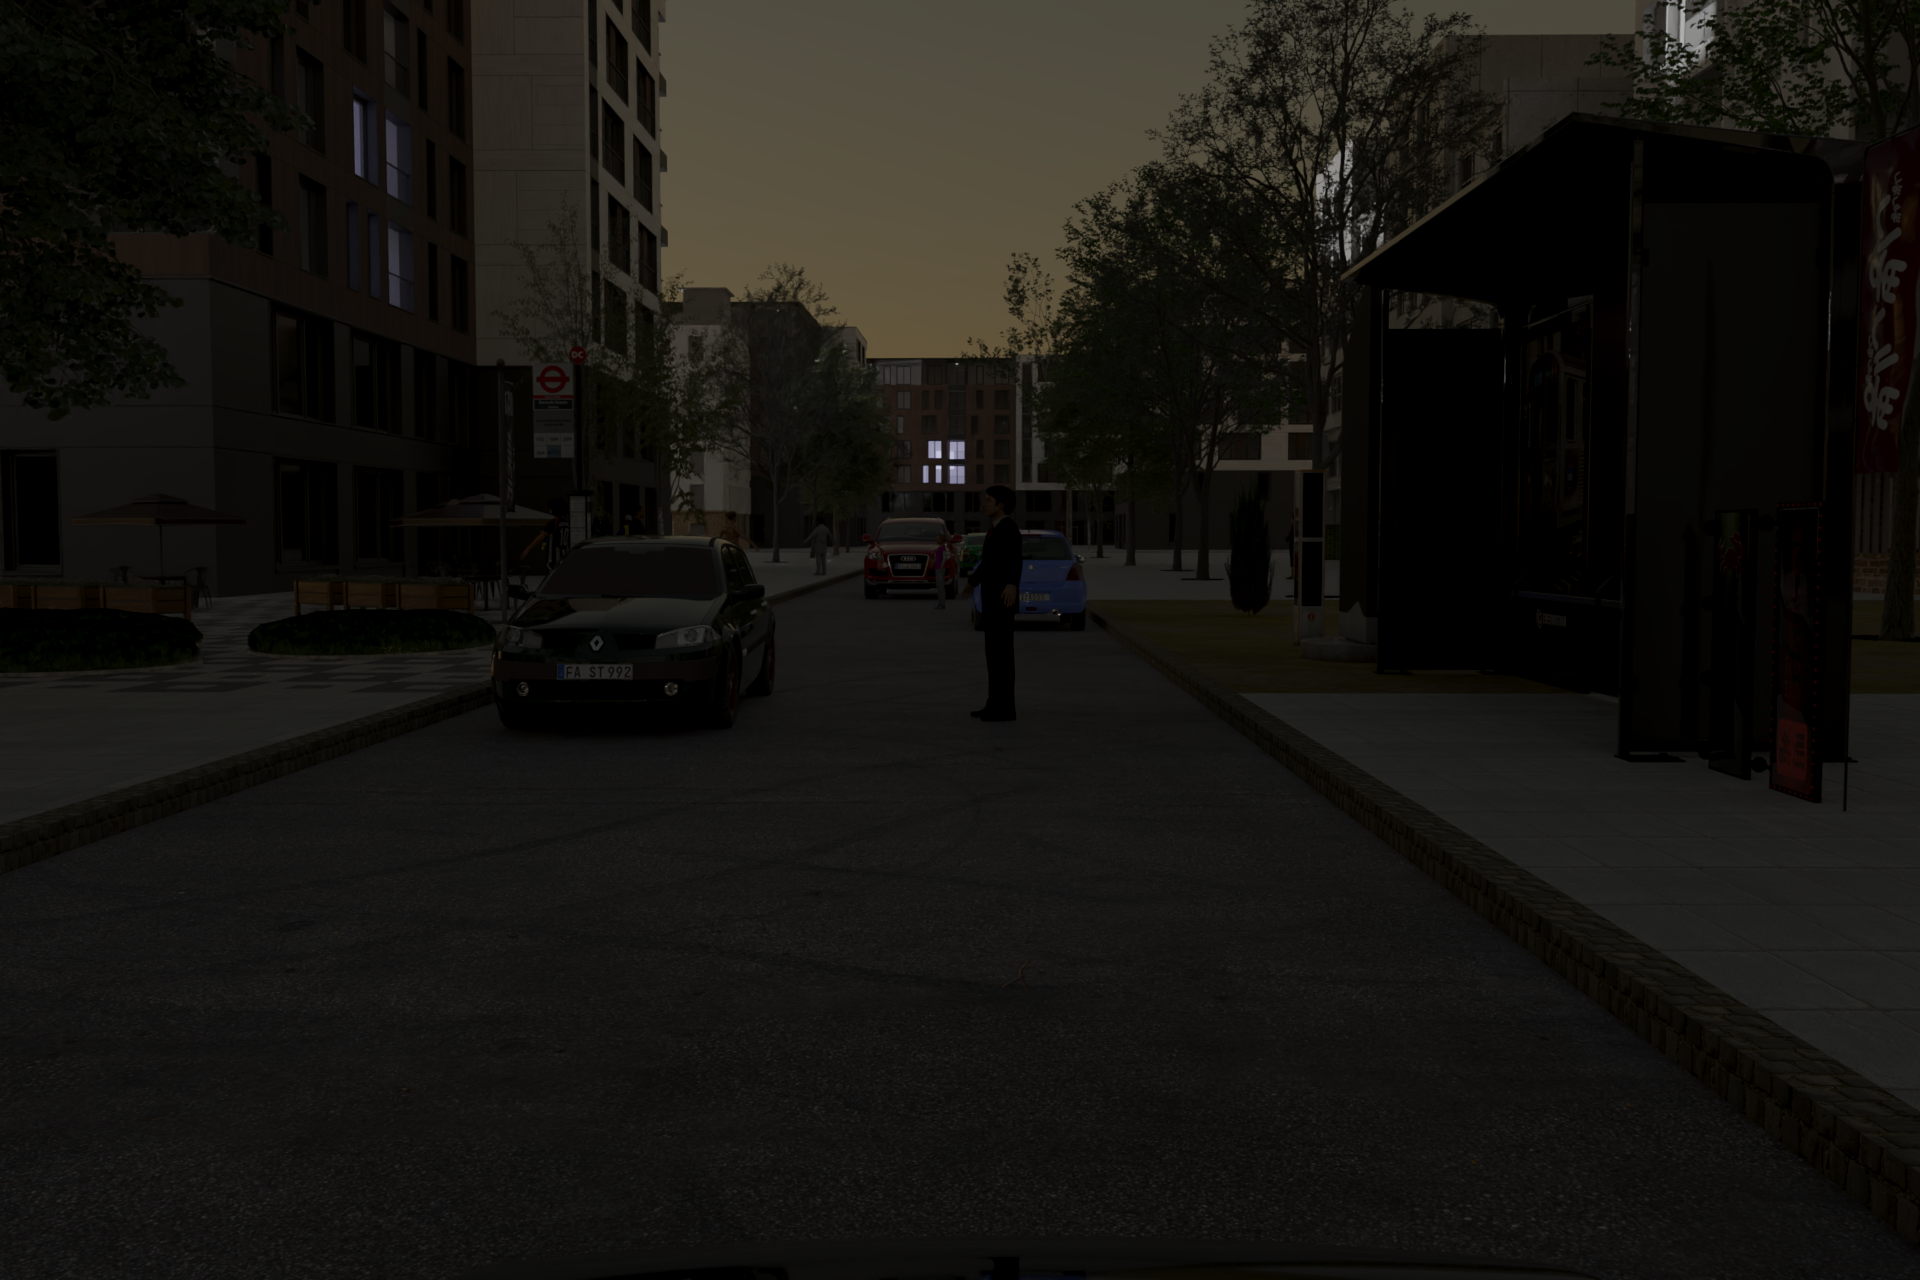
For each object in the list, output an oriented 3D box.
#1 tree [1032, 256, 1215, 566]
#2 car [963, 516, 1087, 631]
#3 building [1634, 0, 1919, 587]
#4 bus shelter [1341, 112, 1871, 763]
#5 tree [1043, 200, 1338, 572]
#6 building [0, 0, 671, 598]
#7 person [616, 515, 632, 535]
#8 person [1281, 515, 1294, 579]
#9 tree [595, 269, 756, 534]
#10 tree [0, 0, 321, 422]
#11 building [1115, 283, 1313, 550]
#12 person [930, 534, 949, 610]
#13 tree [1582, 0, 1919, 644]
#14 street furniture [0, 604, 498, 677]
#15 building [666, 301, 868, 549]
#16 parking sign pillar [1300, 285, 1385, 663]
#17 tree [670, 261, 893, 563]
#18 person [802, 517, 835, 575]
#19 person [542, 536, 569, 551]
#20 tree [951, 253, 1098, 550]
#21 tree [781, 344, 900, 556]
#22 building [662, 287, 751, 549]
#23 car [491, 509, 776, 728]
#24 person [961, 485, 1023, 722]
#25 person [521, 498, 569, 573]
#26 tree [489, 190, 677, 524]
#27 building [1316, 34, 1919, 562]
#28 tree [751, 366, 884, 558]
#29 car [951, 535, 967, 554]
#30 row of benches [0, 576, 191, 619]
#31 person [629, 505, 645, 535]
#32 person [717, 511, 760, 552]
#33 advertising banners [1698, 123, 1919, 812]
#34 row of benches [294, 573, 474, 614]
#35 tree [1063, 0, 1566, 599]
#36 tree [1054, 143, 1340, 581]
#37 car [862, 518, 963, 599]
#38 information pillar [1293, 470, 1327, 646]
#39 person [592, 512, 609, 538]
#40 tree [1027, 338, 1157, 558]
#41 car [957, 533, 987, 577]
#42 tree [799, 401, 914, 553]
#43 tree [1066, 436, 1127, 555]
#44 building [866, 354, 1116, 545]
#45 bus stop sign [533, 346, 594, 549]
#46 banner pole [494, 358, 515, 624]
[{"bbox_3d":[6.821,-9.303,70.228,7.486,12.596,7.792,0,3,0],"label":"tree"},{"bbox_3d":[1.018,-1.065,27.000,1.945,1.707,3.694,0,4,-1],"label":"car"},{"bbox_3d":[24.638,-11.767,48.811,16.016,20.090,11.380,0,4,0],"label":"building"},{"bbox_3d":[4.295,-1.315,12.780,1.731,3.624,6.357,0,4,1],"label":"bus shelter"},{"bbox_3d":[7.615,-9.107,59.272,12.009,13.543,11.850,0,3,0],"label":"tree"},{"bbox_3d":[-25.254,-12.626,50.409,27.936,21.610,32.646,0,4,1],"label":"building"},{"bbox_3d":[-9.690,-2.728,50.575,1.349,1.833,0.705,-3,5,-40],"label":"person"},{"bbox_3d":[9.465,-2.632,49.164,0.704,1.812,1.346,2,4,32],"label":"person"},{"bbox_3d":[-8.229,-6.019,48.777,4.737,8.622,4.395,0,3,0],"label":"tree"},{"bbox_3d":[-8.859,-6.487,12.710,9.857,13.997,8.962,0,3,0],"label":"tree"},{"bbox_3d":[27.702,-19.037,155.226,27.936,21.610,32.646,0,4,1],"label":"building"},{"bbox_3d":[-0.426,-1.294,32.875,0.599,1.433,0.991,-1,4,-13],"label":"person"},{"bbox_3d":[11.271,-5.787,20.374,9.928,11.665,9.643,0,3,0],"label":"tree"},{"bbox_3d":[-10.469,-0.187,18.684,10.072,0.657,5.734,1,4,12],"label":"street furniture"},{"bbox_3d":[-24.196,-19.870,168.850,27.936,21.610,32.646,0,4,1],"label":"building"},{"bbox_3d":[4.258,-1.794,17.812,1.447,3.967,1.447,0,4,0],"label":"parking sign pillar"},{"bbox_3d":[-8.110,-10.209,77.284,12.009,13.543,11.850,0,3,0],"label":"tree"},{"bbox_3d":[-4.358,-2.923,53.977,0.705,1.806,1.347,3,5,45],"label":"person"},{"bbox_3d":[-8.640,-1.905,37.610,0.721,1.772,1.216,2,4,32],"label":"person"},{"bbox_3d":[6.138,-16.009,117.634,12.611,20.169,13.585,0,3,0],"label":"tree"},{"bbox_3d":[-7.279,-11.319,103.197,7.486,12.596,7.792,0,3,0],"label":"tree"},{"bbox_3d":[-22.845,-16.984,134.111,16.016,20.090,11.380,0,4,0],"label":"building"},{"bbox_3d":[-2.519,-0.258,14.010,2.009,1.686,4.222,0,4,0],"label":"car"},{"bbox_3d":[0.276,-0.290,13.387,0.705,1.806,1.347,-1,4,-14],"label":"person"},{"bbox_3d":[-6.194,-1.249,26.569,0.704,1.843,1.345,2,4,28],"label":"person"},{"bbox_3d":[-8.556,-5.364,38.072,4.360,8.622,3.978,0,3,0],"label":"tree"},{"bbox_3d":[25.685,-12.453,70.056,16.747,18.905,31.486,0,4,1],"label":"building"},{"bbox_3d":[-7.485,-9.610,91.533,7.601,10.594,8.767,-1,4,-11],"label":"tree"},{"bbox_3d":[0.063,-5.116,96.007,2.083,1.381,4.827,0,4,1],"label":"car"},{"bbox_3d":[-12.728,-0.572,24.819,4.104,0.672,1.422,2,4,26],"label":"row of benches"},{"bbox_3d":[-5.812,-1.543,31.449,0.704,1.802,1.346,-2,4,-25],"label":"person"},{"bbox_3d":[-4.362,-1.645,33.695,1.217,1.733,0.721,3,4,39],"label":"person"},{"bbox_3d":[4.094,-0.749,8.430,0.090,3.025,2.074,0,4,1],"label":"advertising banners"},{"bbox_3d":[-8.779,-0.668,26.381,4.104,0.672,1.422,3,5,40],"label":"row of benches"},{"bbox_3d":[7.309,-7.594,34.526,12.009,13.543,11.850,0,3,0],"label":"tree"},{"bbox_3d":[6.644,-7.458,47.693,9.928,11.665,9.643,0,3,0],"label":"tree"},{"bbox_3d":[-1.071,-1.905,39.818,2.281,1.827,5.304,0,4,1],"label":"car"},{"bbox_3d":[4.013,-0.942,19.896,0.304,2.012,0.304,0,4,-1],"label":"information pillar"},{"bbox_3d":[-9.002,-2.290,43.229,0.705,1.856,1.354,1,4,23],"label":"person"},{"bbox_3d":[7.378,-10.186,92.303,9.928,11.665,9.643,0,3,0],"label":"tree"},{"bbox_3d":[0.876,-3.054,58.725,1.959,1.807,4.718,0,4,1],"label":"car"},{"bbox_3d":[-7.529,-11.117,116.178,8.767,10.594,7.601,-1,4,-15],"label":"tree"},{"bbox_3d":[7.971,-9.677,108.588,4.360,8.622,3.978,0,3,0],"label":"tree"},{"bbox_3d":[4.524,-22.216,209.663,32.646,21.610,27.936,0,4,1],"label":"building"},{"bbox_3d":[-5.637,-2.200,24.679,0.855,3.939,0.416,0,4,2],"label":"bus stop sign"},{"bbox_3d":[-6.535,-2.139,24.995,0.401,3.779,0.863,0,4,1],"label":"banner pole"}]
